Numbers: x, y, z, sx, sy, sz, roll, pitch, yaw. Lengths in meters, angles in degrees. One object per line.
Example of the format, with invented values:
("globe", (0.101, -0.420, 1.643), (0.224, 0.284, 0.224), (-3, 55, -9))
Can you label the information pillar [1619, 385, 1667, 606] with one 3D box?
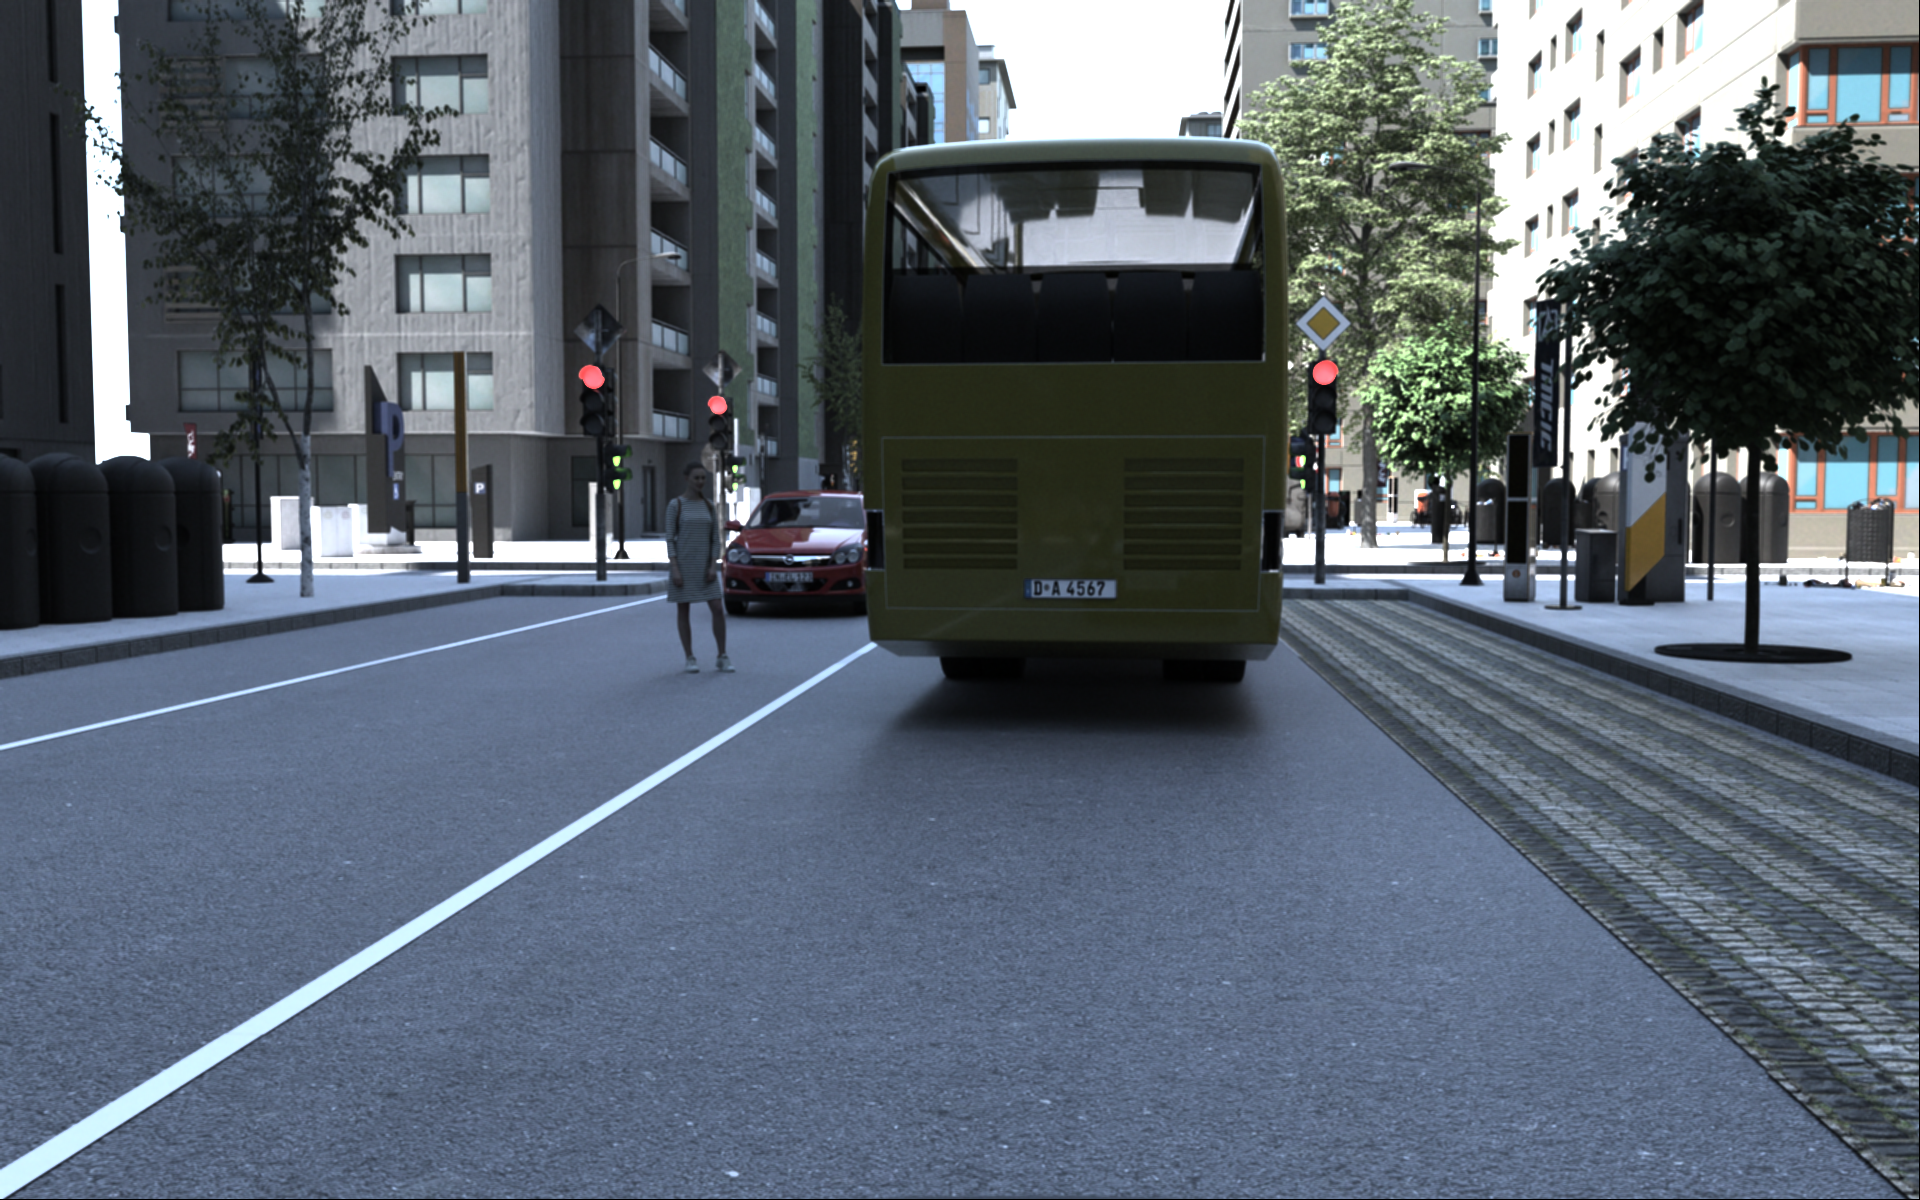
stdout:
("information pillar", (7.893, -1.747, 19.916), (0.504, 3.616, 0.183), (-1, 4, -17))

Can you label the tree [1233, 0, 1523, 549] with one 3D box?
("tree", (9.175, -7.437, 39.717), (7.486, 12.596, 7.792), (0, 3, 0))

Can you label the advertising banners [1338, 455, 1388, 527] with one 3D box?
("advertising banners", (15.905, -4.413, 68.346), (2.074, 3.025, 0.090), (1, 4, 22))

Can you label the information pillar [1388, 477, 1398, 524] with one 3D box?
("information pillar", (18.568, -4.268, 74.273), (0.304, 2.012, 0.304), (-2, 4, -31))

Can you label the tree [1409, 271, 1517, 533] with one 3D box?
("tree", (15.907, -6.469, 56.136), (4.737, 8.622, 4.395), (0, 3, 0))

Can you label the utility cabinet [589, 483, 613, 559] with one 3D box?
("utility cabinet", (-7.046, -1.554, 34.085), (0.318, 1.500, 1.173), (0, 4, -4))

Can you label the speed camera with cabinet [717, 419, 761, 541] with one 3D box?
("speed camera with cabinet", (-5.902, -3.174, 46.224), (0.660, 3.252, 2.038), (1, 4, 11))

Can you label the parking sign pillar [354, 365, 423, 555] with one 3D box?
("parking sign pillar", (-12.257, -2.967, 36.977), (1.447, 3.967, 1.447), (0, 4, 0))

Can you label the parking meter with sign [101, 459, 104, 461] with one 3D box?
("parking meter with sign", (-43.862, -5.586, 87.586), (1.738, 3.016, 0.543), (1, 4, 13))

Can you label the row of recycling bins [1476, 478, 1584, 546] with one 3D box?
("row of recycling bins", (14.693, -2.232, 43.610), (3.534, 1.692, 1.069), (3, 4, 36))

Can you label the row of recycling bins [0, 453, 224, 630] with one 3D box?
("row of recycling bins", (-8.918, -0.657, 17.859), (1.069, 1.692, 3.534), (1, 4, 15))

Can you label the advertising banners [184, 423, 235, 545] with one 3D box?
("advertising banners", (-18.821, -2.889, 43.424), (0.090, 3.025, 2.074), (1, 4, 8))

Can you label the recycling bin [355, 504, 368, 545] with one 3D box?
("recycling bin", (-14.687, -1.857, 42.918), (0.722, 1.027, 0.722), (-3, 4, -36))

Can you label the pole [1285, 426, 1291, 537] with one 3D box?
("pole", (9.690, -3.522, 51.425), (0.158, 3.312, 0.155), (0, 3, 0))

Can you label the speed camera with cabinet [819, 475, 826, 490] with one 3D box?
("speed camera with cabinet", (-7.247, -5.569, 85.390), (0.660, 3.252, 2.038), (1, 4, 19))

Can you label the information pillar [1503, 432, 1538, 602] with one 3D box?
("information pillar", (6.691, -0.988, 20.654), (0.304, 2.012, 0.304), (2, 4, 34))

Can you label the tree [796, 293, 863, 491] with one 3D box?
("tree", (-3.905, -6.950, 63.995), (4.737, 8.622, 4.395), (0, 3, 0))

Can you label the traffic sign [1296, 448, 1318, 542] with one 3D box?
("traffic sign", (9.282, -2.803, 45.928), (0.768, 2.556, 0.104), (1, 4, 11))

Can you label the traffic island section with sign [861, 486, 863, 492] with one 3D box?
("traffic island section with sign", (-2.784, -2.787, 54.190), (1.989, 1.847, 2.006), (0, 4, 5))

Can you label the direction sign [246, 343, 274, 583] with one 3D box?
("direction sign", (-10.176, -2.023, 25.080), (0.379, 3.537, 0.876), (-2, 4, -31))

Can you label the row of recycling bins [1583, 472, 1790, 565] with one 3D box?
("row of recycling bins", (13.478, -1.515, 31.875), (3.534, 1.692, 1.069), (0, 4, -2))

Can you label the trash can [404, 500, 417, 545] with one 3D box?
("trash can", (-12.658, -1.683, 39.165), (0.748, 1.137, 0.748), (0, 3, 0))

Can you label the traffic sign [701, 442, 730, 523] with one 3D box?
("traffic sign", (-5.853, -2.530, 41.472), (0.768, 2.556, 0.104), (1, 4, 13))

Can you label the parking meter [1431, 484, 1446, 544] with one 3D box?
("parking meter", (12.400, -2.228, 44.843), (0.372, 1.533, 0.369), (0, 3, 0))

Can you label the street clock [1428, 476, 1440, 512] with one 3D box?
("street clock", (18.985, -3.966, 69.410), (0.471, 2.002, 0.358), (1, 4, 20))

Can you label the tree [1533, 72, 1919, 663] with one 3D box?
("tree", (6.304, -1.838, 13.769), (4.285, 4.588, 4.351), (0, 3, 0))

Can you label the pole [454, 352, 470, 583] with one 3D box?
("pole", (-7.170, -1.902, 24.937), (0.158, 3.312, 0.155), (0, 3, 0))

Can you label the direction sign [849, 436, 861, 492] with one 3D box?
("direction sign", (-3.915, -4.653, 68.068), (0.876, 3.537, 0.379), (1, 4, 8))

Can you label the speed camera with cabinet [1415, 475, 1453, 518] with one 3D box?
("speed camera with cabinet", (20.497, -4.923, 74.834), (2.038, 3.252, 0.660), (-3, 5, -41))

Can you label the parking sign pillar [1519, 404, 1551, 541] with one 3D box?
("parking sign pillar", (15.948, -3.657, 48.265), (1.447, 3.967, 1.447), (-1, 4, -10))

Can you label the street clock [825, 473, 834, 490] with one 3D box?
("street clock", (-4.563, -3.427, 60.602), (0.358, 2.002, 0.471), (1, 4, 12))

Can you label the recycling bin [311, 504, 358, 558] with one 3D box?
("recycling bin", (-12.720, -1.369, 34.942), (0.722, 1.027, 0.722), (-3, 5, -43))

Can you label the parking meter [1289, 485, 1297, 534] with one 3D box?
("parking meter", (10.757, -3.100, 56.402), (0.399, 1.863, 0.255), (1, 4, 18))

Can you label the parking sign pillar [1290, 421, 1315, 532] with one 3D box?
("parking sign pillar", (11.480, -4.309, 58.920), (1.447, 3.967, 1.447), (-1, 4, -22))

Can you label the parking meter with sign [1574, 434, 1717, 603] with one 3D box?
("parking meter with sign", (8.242, -1.491, 20.647), (1.738, 3.016, 0.543), (-1, 4, -11))

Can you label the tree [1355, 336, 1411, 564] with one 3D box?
("tree", (8.869, -2.937, 31.726), (4.285, 4.588, 4.351), (0, 3, 0))

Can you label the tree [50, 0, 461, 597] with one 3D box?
("tree", (-8.399, -4.343, 21.376), (4.360, 8.622, 3.978), (0, 3, 0))

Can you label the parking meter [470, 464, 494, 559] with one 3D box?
("parking meter", (-9.470, -1.748, 34.297), (0.399, 1.863, 0.255), (0, 4, 5))
